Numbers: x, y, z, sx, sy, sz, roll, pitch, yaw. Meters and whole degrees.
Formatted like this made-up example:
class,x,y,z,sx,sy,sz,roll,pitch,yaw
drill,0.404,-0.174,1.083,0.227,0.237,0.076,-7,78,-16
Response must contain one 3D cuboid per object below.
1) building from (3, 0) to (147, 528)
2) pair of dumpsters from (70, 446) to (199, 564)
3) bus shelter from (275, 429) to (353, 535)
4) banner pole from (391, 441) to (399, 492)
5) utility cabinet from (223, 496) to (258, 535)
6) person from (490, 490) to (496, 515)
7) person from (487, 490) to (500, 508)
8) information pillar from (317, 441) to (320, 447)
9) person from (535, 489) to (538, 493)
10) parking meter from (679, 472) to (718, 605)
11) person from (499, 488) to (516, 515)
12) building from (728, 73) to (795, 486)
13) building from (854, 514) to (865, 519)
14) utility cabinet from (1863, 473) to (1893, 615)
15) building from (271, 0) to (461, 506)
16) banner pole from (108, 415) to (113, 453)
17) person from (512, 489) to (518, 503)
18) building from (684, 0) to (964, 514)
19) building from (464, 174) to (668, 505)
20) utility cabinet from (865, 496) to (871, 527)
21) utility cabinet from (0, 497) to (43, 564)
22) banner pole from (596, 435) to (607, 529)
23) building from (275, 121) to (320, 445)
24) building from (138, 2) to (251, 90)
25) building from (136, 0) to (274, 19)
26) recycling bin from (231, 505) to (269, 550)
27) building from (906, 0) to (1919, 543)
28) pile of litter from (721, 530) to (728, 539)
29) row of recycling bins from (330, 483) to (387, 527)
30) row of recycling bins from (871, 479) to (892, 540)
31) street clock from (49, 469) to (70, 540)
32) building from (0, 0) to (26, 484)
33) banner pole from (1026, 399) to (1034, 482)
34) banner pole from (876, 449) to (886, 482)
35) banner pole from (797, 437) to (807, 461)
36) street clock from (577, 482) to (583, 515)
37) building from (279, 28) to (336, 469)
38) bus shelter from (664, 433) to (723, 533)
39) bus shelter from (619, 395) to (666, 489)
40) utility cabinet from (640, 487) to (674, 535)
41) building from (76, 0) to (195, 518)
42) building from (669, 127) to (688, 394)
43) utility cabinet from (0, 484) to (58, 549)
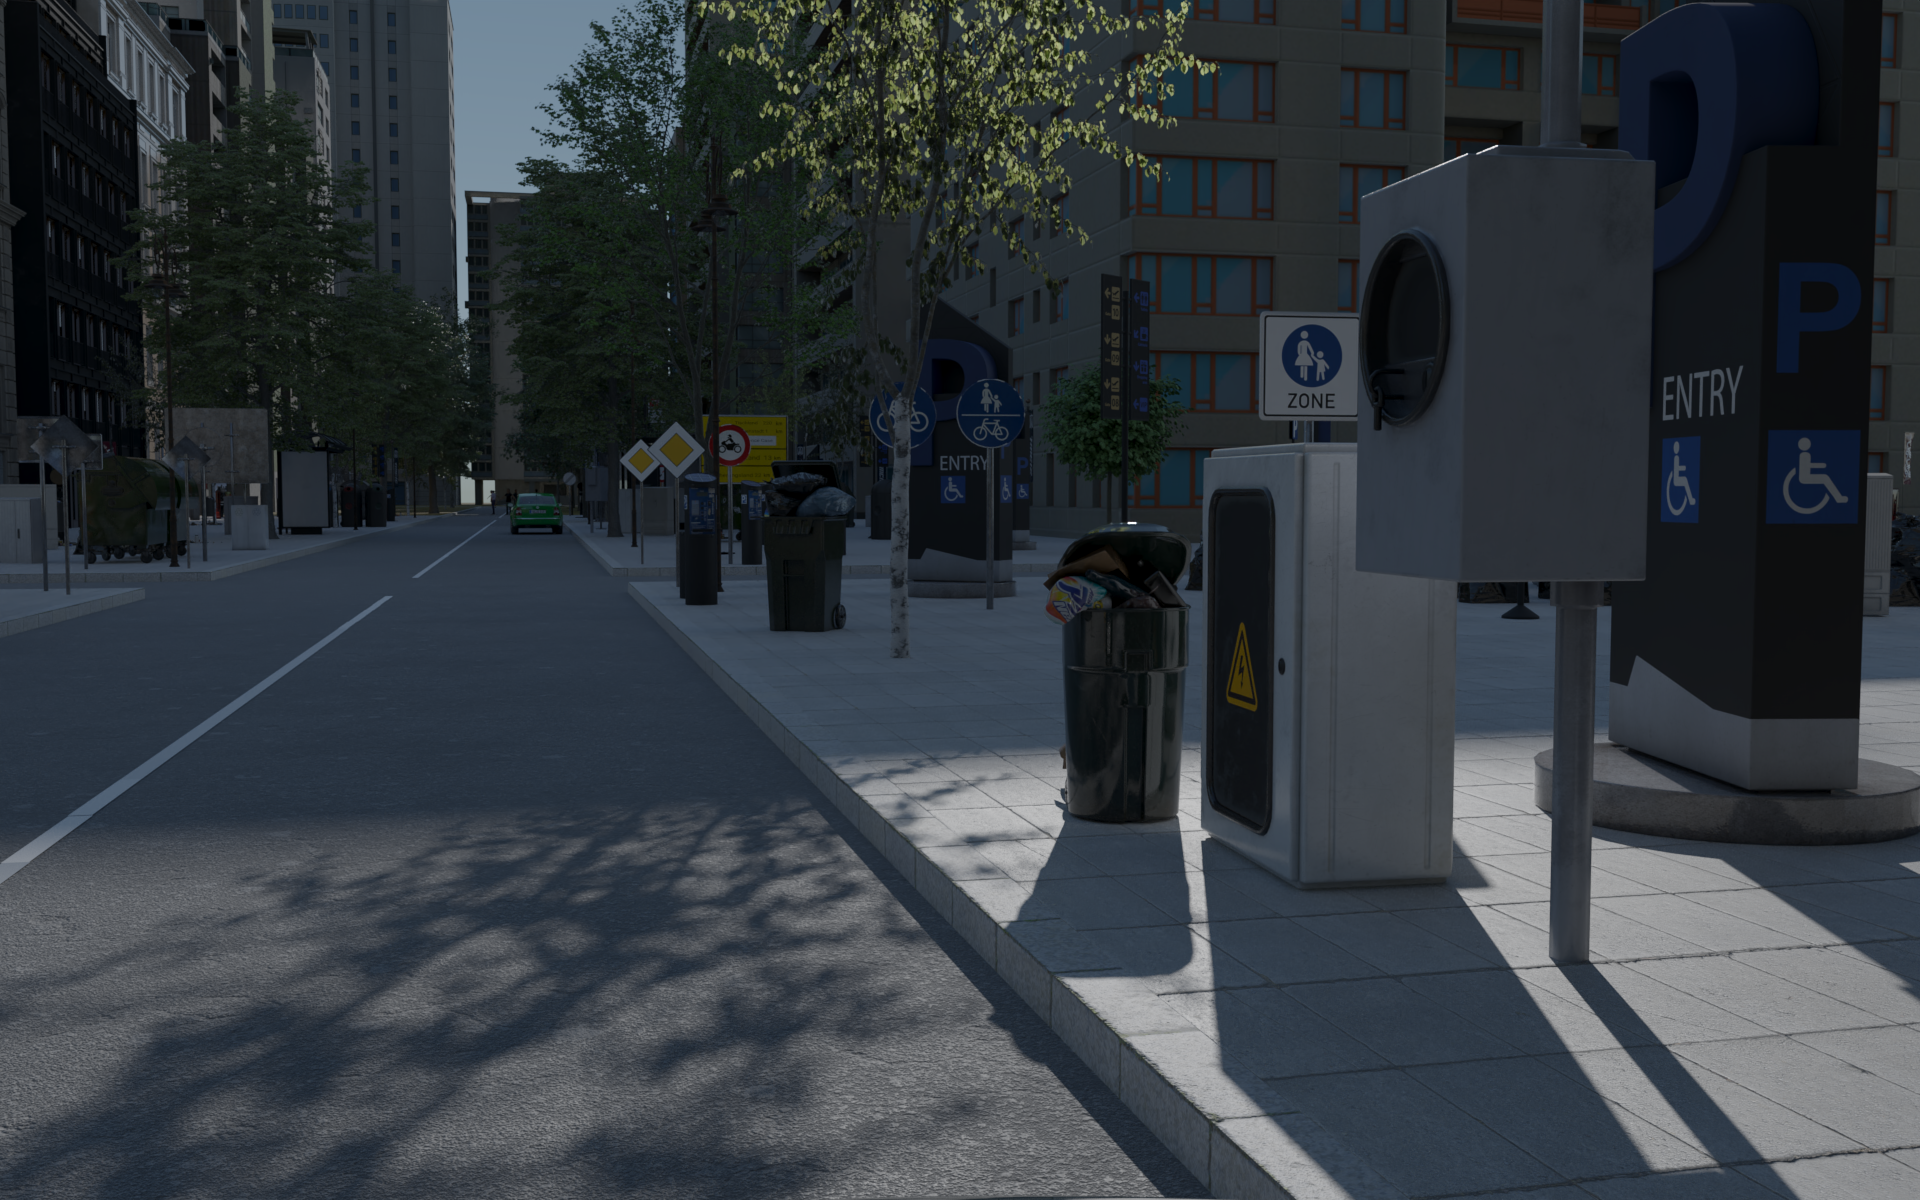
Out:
class,x,y,z,sx,sy,sz,roll,pitch,yaw
building,-40.290,-14.544,67.464,12.332,23.373,15.834,-1,4,-14
pair of dumpsters,-16.030,-1.911,33.733,1.574,2.255,4.437,-1,4,-14
bus shelter,-21.273,-3.854,56.938,2.014,3.302,5.546,-1,4,-14
banner pole,-26.720,-5.620,81.905,0.401,3.779,0.863,0,4,5
utility cabinet,-22.838,-2.683,55.032,0.306,1.237,1.020,3,4,39
person,-32.812,-6.854,121.493,0.436,1.711,0.756,1,4,19
person,-47.816,-10.344,177.620,1.348,1.824,0.705,-2,4,-33
information pillar,-28.364,-5.215,76.627,0.183,3.616,0.504,-2,4,-25
person,-32.572,-7.624,133.153,1.348,1.824,0.705,-3,5,-40
parking meter,-3.003,-0.713,20.072,0.372,1.533,0.369,0,3,0
person,-31.294,-6.818,119.983,1.348,1.822,0.705,1,4,17
building,-9.681,-21.530,123.713,14.160,30.474,14.107,-1,4,-14
building,2.574,-29.088,99.283,21.300,48.544,21.600,-1,4,-14
utility cabinet,9.147,-0.587,18.283,1.173,1.500,0.318,1,4,15
building,-72.698,-40.223,199.637,28.212,58.520,21.231,-1,4,-14
banner pole,-26.650,-3.941,54.450,0.401,3.779,0.863,-2,4,-30
person,-36.395,-8.167,142.054,0.705,1.821,1.348,1,4,22
building,-10.662,-31.656,141.273,21.300,48.544,21.600,-1,4,-14
building,-47.857,-31.801,211.820,23.993,40.220,32.217,-1,4,-14
utility cabinet,-3.165,-3.430,67.244,1.020,1.237,0.306,2,4,23
utility cabinet,-17.497,-1.284,32.149,1.020,1.237,0.306,1,4,22
banner pole,-13.152,-4.455,62.856,0.401,3.779,0.863,1,4,13
building,-57.593,-22.088,132.844,14.160,30.474,14.107,-1,4,-14
building,-51.214,-20.383,104.966,14.160,30.474,14.107,-1,4,-14
building,-54.988,-26.588,118.307,14.154,41.232,14.086,-1,4,-14
recycling bin,-16.330,-1.669,39.837,0.722,1.027,0.722,-1,4,-16
building,15.127,-13.206,60.952,28.899,21.520,27.650,-1,4,-14
pile of litter,-7.220,-2.184,49.680,1.176,0.858,1.719,-1,4,-13
row of recycling bins,-24.080,-3.671,67.126,3.534,1.692,1.069,-1,4,-13
row of recycling bins,-0.826,-2.581,49.305,3.534,1.692,1.069,-1,4,-19
street clock,-24.979,-2.662,48.095,0.471,2.002,0.358,-1,4,-19
building,-35.752,-15.298,47.388,12.463,27.353,25.104,-1,4,-14
banner pole,1.824,-3.381,45.291,0.401,3.779,0.863,-1,4,-10
banner pole,-4.020,-5.835,85.421,0.863,3.779,0.401,1,4,12
banner pole,-6.927,-5.271,76.204,0.401,3.779,0.863,-3,5,-44
street clock,-23.026,-6.159,105.276,0.471,2.002,0.358,-1,4,-20
building,-63.442,-28.773,154.040,14.086,41.232,14.154,-1,4,-14
bus shelter,-9.209,-4.018,59.611,2.014,3.302,5.546,-1,4,-14
bus shelter,-12.376,-5.509,67.704,2.179,5.291,8.768,-1,4,-14
utility cabinet,-9.337,-2.731,53.335,1.173,1.500,0.318,3,4,36
building,-46.060,-18.258,84.424,13.634,28.700,20.117,-1,4,-14
building,-27.282,-34.121,207.983,14.200,45.320,14.600,-1,4,-14
utility cabinet,-21.300,-1.888,39.551,1.173,1.500,0.318,-3,5,-41
